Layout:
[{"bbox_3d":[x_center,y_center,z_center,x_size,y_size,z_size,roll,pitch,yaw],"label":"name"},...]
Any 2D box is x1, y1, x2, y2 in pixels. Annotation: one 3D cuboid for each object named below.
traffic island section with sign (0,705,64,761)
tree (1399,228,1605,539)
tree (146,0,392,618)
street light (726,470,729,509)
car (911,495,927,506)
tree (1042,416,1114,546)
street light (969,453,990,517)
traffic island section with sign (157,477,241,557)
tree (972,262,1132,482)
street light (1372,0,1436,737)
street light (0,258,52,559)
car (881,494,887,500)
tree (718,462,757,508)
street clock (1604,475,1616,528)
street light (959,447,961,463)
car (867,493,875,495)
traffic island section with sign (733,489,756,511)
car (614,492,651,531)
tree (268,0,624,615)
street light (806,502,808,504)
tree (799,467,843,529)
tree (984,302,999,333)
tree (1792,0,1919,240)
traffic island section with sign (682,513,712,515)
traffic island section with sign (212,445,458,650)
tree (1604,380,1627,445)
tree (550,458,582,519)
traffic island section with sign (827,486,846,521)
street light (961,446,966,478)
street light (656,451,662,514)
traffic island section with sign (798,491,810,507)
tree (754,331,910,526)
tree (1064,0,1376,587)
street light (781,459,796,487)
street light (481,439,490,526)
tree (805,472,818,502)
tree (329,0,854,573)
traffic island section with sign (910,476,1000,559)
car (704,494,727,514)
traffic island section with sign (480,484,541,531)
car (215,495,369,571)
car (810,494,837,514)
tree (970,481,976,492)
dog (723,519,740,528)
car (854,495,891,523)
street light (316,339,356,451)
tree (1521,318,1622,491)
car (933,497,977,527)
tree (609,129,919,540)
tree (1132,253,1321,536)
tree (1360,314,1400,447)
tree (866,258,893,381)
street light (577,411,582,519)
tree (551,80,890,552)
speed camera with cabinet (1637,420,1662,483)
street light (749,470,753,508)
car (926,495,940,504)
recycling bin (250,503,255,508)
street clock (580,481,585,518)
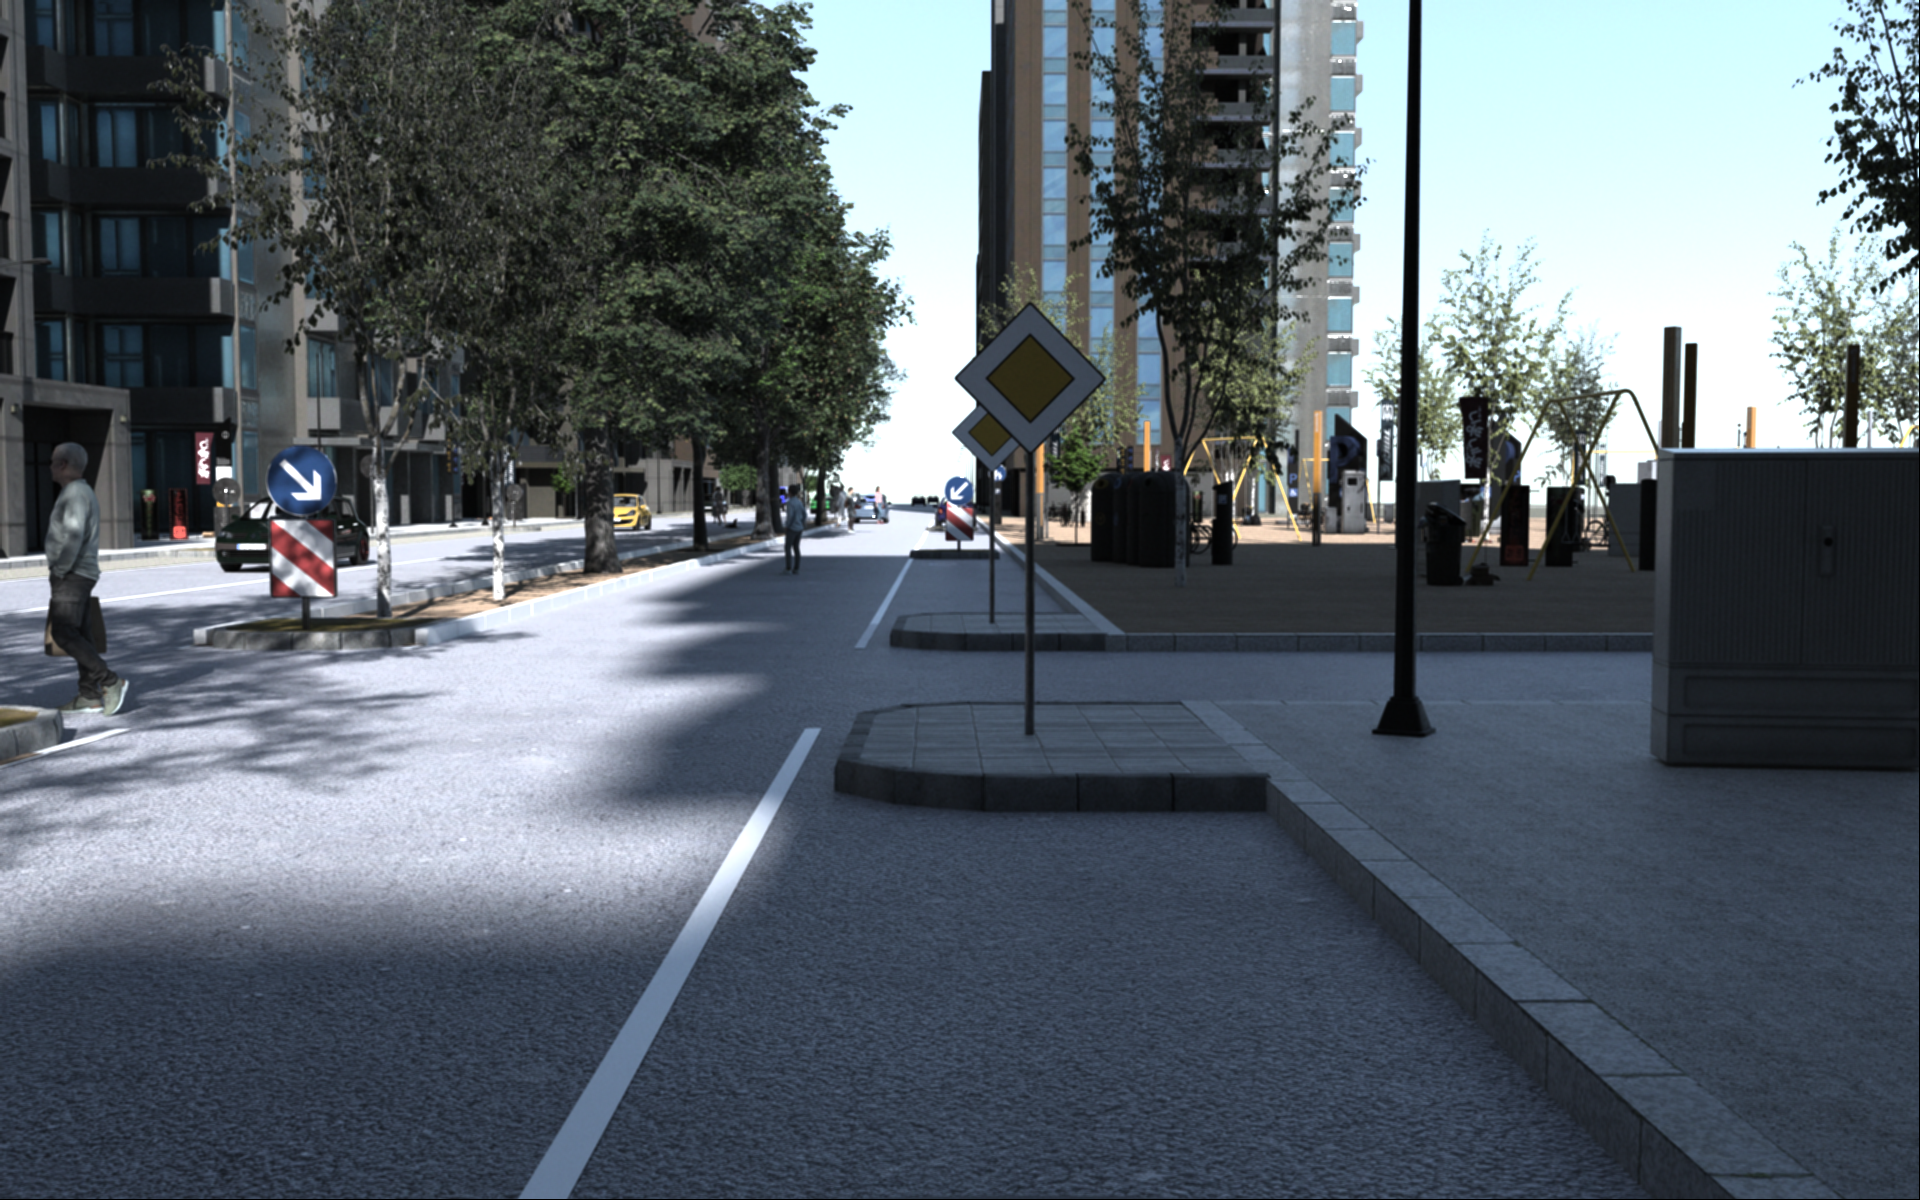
[{"bbox_3d":[-6.119,-0.080,9.448,2.006,1.907,1.989,0,4,0],"label":"traffic island section with sign"},{"bbox_3d":[15.148,-6.025,48.869,4.737,8.622,4.395,0,3,0],"label":"tree"},{"bbox_3d":[-6.293,-4.017,18.503,4.360,8.622,3.978,0,3,0],"label":"tree"},{"bbox_3d":[-19.294,-10.691,147.345,1.470,5.913,1.316,0,4,0],"label":"street light"},{"bbox_3d":[-4.978,-12.043,209.482,1.945,1.354,3.894,0,4,-1],"label":"car"},{"bbox_3d":[2.763,-2.957,42.954,1.663,3.219,1.824,0,3,0],"label":"tree"},{"bbox_3d":[1.299,-7.651,97.637,1.470,5.913,1.316,0,4,0],"label":"street light"},{"bbox_3d":[-17.107,-1.915,39.941,1.989,1.847,2.006,0,4,0],"label":"traffic island section with sign"},{"bbox_3d":[2.452,-6.358,54.321,4.737,8.622,4.395,0,3,0],"label":"tree"},{"bbox_3d":[1.846,-2.238,9.135,1.470,5.913,1.316,0,4,0],"label":"street light"},{"bbox_3d":[-18.587,-3.775,34.268,1.470,5.913,1.316,0,4,0],"label":"street light"},{"bbox_3d":[-10.822,-13.703,233.084,2.155,1.783,4.494,0,4,-1],"label":"car"},{"bbox_3d":[-20.743,-11.291,168.315,4.285,4.588,4.351,0,3,0],"label":"tree"},{"bbox_3d":[24.923,-3.785,66.462,0.358,2.002,0.471,-1,4,-12],"label":"street clock"},{"bbox_3d":[0.862,-10.882,150.465,1.470,5.913,1.316,0,4,0],"label":"street light"},{"bbox_3d":[-9.687,-11.178,192.348,1.945,1.707,3.694,0,4,2],"label":"car"},{"bbox_3d":[-17.813,-8.288,144.140,1.989,1.847,2.006,0,4,0],"label":"traffic island section with sign"},{"bbox_3d":[-13.173,-3.512,67.640,2.015,1.641,3.980,0,4,-1],"label":"car"},{"bbox_3d":[-6.224,-4.290,22.956,4.360,8.622,3.978,0,3,0],"label":"tree"},{"bbox_3d":[-19.700,-14.725,213.292,1.470,5.913,1.316,0,4,0],"label":"street light"},{"bbox_3d":[-6.397,-7.230,71.024,4.360,8.622,3.978,0,3,0],"label":"tree"},{"bbox_3d":[2.646,-6.815,61.788,4.360,8.622,3.978,0,3,0],"label":"tree"},{"bbox_3d":[11.279,-4.217,19.318,4.360,8.622,3.978,0,3,0],"label":"tree"},{"bbox_3d":[-17.632,-6.626,116.969,1.989,1.847,2.006,0,4,0],"label":"traffic island section with sign"},{"bbox_3d":[-6.159,-0.533,16.855,2.006,1.907,1.989,0,4,0],"label":"traffic island section with sign"},{"bbox_3d":[28.642,-8.004,81.229,4.737,8.622,4.395,0,3,0],"label":"tree"},{"bbox_3d":[-20.457,-5.844,90.149,1.663,3.219,1.824,0,3,0],"label":"tree"},{"bbox_3d":[-6.672,-5.129,91.991,2.006,1.907,1.989,0,4,0],"label":"traffic island section with sign"},{"bbox_3d":[1.023,-9.818,133.070,1.470,5.913,1.316,0,4,0],"label":"street light"},{"bbox_3d":[-19.001,-8.546,112.263,1.470,5.913,1.316,0,4,0],"label":"street light"},{"bbox_3d":[-18.166,-11.577,197.911,1.989,1.847,2.006,0,4,0],"label":"traffic island section with sign"},{"bbox_3d":[-6.410,-8.588,77.286,8.767,10.594,7.601,0,4,0],"label":"tree"},{"bbox_3d":[3.139,-4.475,23.526,4.360,8.622,3.978,0,3,0],"label":"tree"},{"bbox_3d":[-19.618,-13.650,195.719,1.470,5.913,1.316,0,4,0],"label":"street light"},{"bbox_3d":[-18.820,-5.989,70.455,1.470,5.913,1.316,0,4,0],"label":"street light"},{"bbox_3d":[-21.683,-16.426,252.282,4.285,4.588,4.351,0,3,0],"label":"tree"},{"bbox_3d":[-6.465,-7.445,30.843,9.857,13.997,8.962,0,3,0],"label":"tree"},{"bbox_3d":[-0.130,-1.857,38.984,1.989,1.847,2.006,0,4,0],"label":"traffic island section with sign"},{"bbox_3d":[-17.473,-6.868,122.084,2.009,1.686,4.222,0,3,0],"label":"car"},{"bbox_3d":[-17.294,-3.564,66.896,1.989,1.847,2.006,0,4,0],"label":"traffic island section with sign"},{"bbox_3d":[-12.792,-1.440,33.332,2.009,1.686,4.222,0,4,0],"label":"car"},{"bbox_3d":[-10.038,-7.250,127.337,1.959,1.807,4.718,0,4,-1],"label":"car"},{"bbox_3d":[1.108,-14.113,225.352,1.663,3.219,1.824,0,3,0],"label":"tree"},{"bbox_3d":[-9.578,-3.205,72.600,0.748,0.427,0.550,3,4,38],"label":"dog"},{"bbox_3d":[-4.422,-4.535,86.150,2.014,1.417,4.499,0,4,-1],"label":"car"},{"bbox_3d":[-18.665,-4.854,51.908,1.470,5.913,1.316,0,4,0],"label":"street light"},{"bbox_3d":[25.921,-7.510,73.155,4.360,8.622,3.978,0,3,0],"label":"tree"},{"bbox_3d":[-0.201,-3.816,74.977,1.945,1.354,3.894,0,4,-2],"label":"car"},{"bbox_3d":[-6.074,-8.174,53.104,9.611,12.733,9.660,0,3,0],"label":"tree"},{"bbox_3d":[8.594,-6.287,53.161,4.737,8.622,4.395,0,3,0],"label":"tree"},{"bbox_3d":[17.559,-7.139,67.080,4.737,8.622,4.395,0,3,0],"label":"tree"},{"bbox_3d":[-6.861,-9.453,63.663,9.857,13.997,8.962,0,3,0],"label":"tree"},{"bbox_3d":[-18.814,-7.053,87.851,1.470,5.913,1.316,0,4,0],"label":"street light"},{"bbox_3d":[-6.574,-7.018,42.950,9.928,11.665,9.643,0,3,0],"label":"tree"},{"bbox_3d":[19.306,-3.216,46.911,2.038,3.252,0.660,-2,4,-24],"label":"speed camera with cabinet"},{"bbox_3d":[-19.352,-11.771,164.990,1.470,5.913,1.316,0,4,0],"label":"street light"},{"bbox_3d":[-3.860,-14.431,248.519,1.945,1.354,3.894,0,3,0],"label":"car"},{"bbox_3d":[-19.433,-2.198,48.487,0.722,1.027,0.722,-1,4,-14],"label":"recycling bin"},{"bbox_3d":[-20.218,-5.382,92.568,0.358,2.002,0.471,-1,4,-16],"label":"street clock"}]
